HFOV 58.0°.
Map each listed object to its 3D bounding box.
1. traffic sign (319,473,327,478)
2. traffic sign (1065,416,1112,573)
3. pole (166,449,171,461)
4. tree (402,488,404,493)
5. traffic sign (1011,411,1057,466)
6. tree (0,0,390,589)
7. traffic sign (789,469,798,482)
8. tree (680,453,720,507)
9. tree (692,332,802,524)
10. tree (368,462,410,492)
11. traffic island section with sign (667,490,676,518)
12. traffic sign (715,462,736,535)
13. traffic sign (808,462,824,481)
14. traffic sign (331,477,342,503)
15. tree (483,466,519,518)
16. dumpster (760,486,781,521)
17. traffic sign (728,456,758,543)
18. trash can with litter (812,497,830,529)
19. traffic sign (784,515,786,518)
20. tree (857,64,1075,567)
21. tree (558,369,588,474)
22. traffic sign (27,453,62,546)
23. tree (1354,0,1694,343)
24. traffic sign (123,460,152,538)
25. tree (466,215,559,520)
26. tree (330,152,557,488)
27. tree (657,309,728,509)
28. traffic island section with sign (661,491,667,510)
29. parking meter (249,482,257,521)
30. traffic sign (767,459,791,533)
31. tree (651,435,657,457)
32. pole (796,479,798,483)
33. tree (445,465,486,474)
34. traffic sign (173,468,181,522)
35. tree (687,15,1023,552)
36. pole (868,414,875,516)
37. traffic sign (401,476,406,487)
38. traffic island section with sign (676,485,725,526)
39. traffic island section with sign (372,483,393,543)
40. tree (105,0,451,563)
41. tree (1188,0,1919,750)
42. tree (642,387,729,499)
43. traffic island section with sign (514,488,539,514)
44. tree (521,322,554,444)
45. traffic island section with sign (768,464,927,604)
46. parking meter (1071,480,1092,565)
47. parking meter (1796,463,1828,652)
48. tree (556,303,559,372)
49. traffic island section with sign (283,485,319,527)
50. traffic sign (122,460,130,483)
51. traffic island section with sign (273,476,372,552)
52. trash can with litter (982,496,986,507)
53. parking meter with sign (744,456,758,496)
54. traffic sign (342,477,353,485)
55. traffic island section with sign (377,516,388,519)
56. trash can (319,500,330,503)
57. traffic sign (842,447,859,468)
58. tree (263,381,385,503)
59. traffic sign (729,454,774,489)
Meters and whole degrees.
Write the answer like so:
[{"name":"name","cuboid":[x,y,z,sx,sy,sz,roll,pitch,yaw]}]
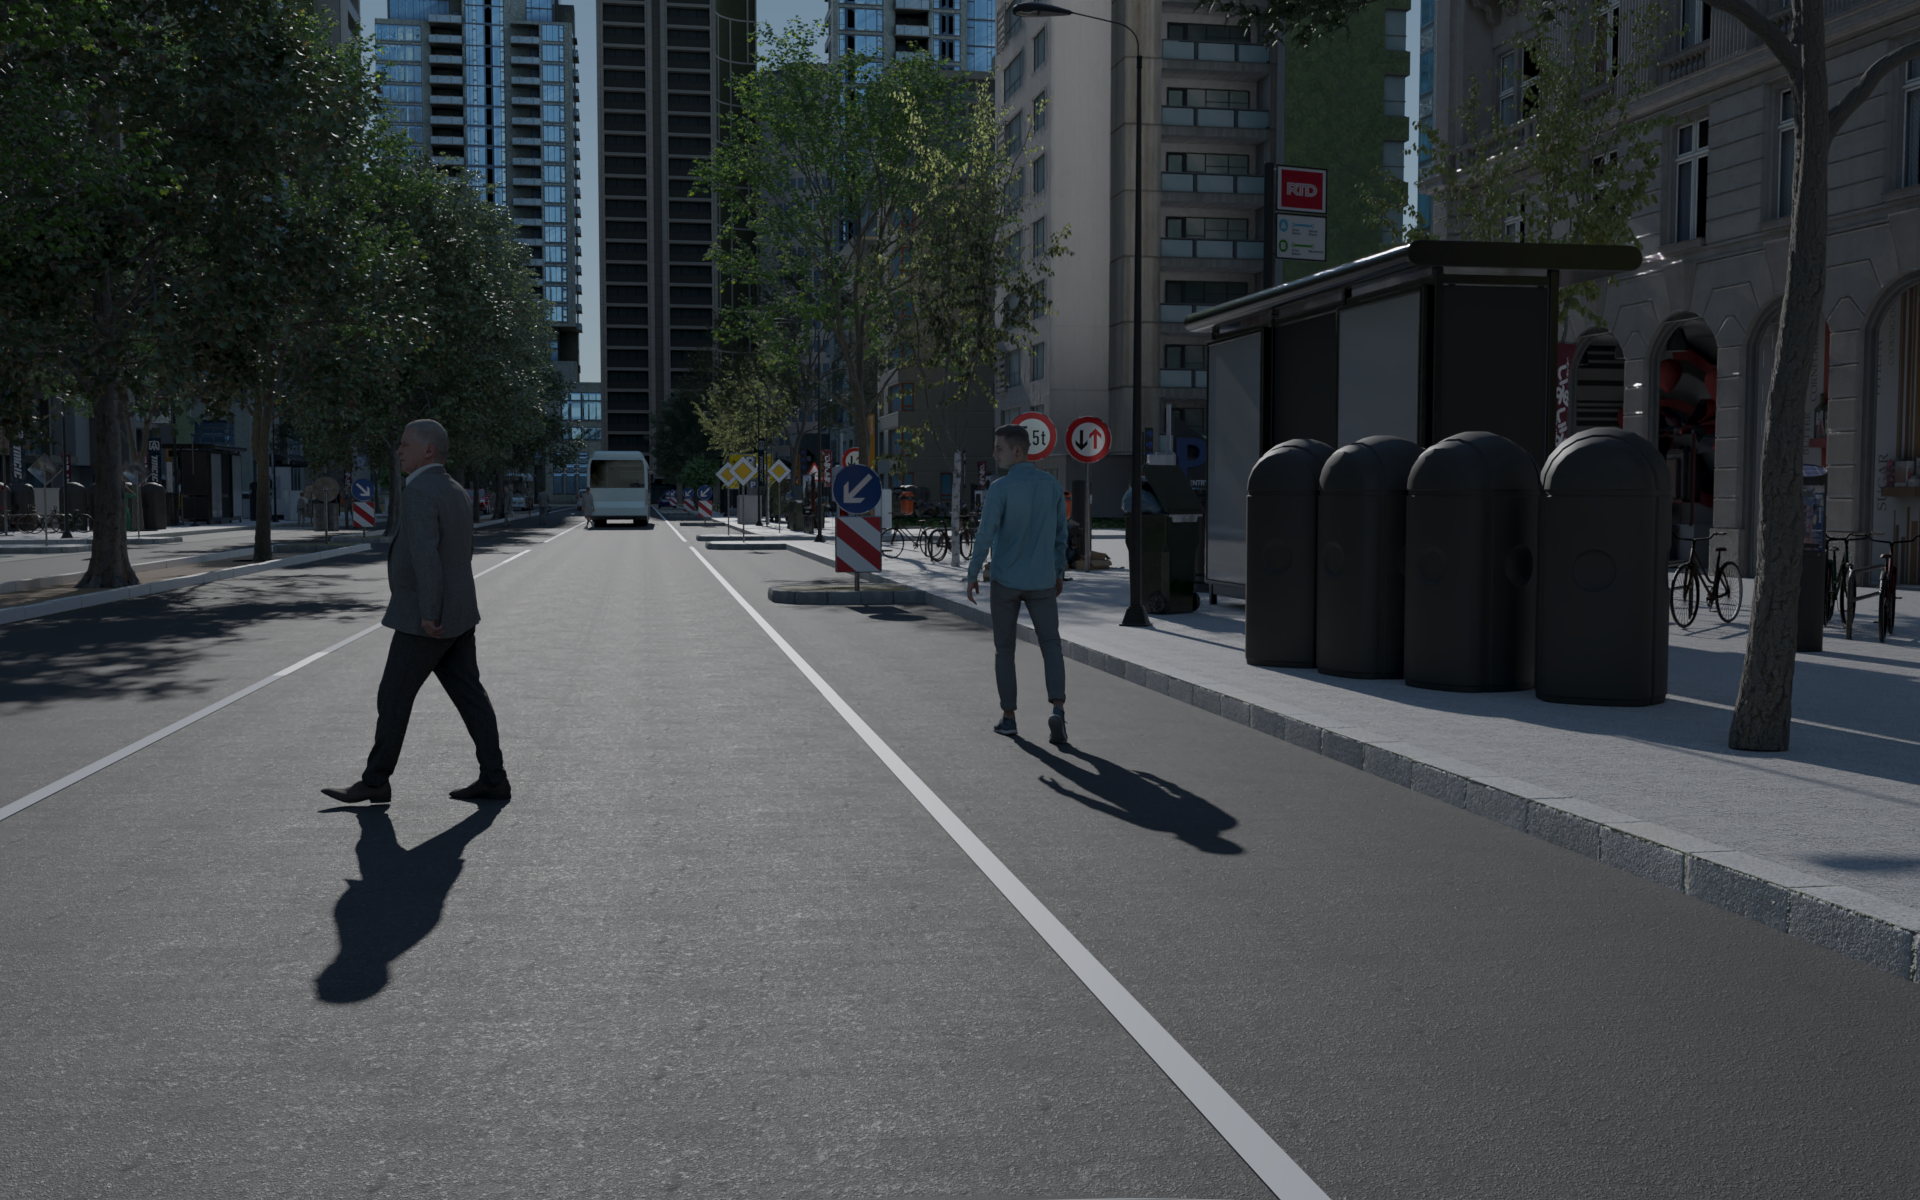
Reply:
[{"name":"traffic sign","cuboid":[-37.931,-6.312,103.314,0.768,2.556,0.104,0,4,-2]},{"name":"traffic sign","cuboid":[2.084,-1.723,28.272,0.768,2.556,0.104,0,4,-5]},{"name":"pole","cuboid":[-34.657,-5.019,75.901,0.158,3.312,0.155,0,3,0]},{"name":"tree","cuboid":[-42.616,-8.491,133.427,1.663,3.219,1.824,0,3,0]},{"name":"traffic sign","cuboid":[1.113,-1.633,26.803,0.768,2.556,0.104,0,4,-1]},{"name":"tree","cuboid":[-13.051,-6.535,26.320,9.611,12.733,9.660,0,3,0]},{"name":"traffic sign","cuboid":[-8.570,-5.350,87.580,0.768,2.556,0.104,-1,4,-10]},{"name":"tree","cuboid":[-20.622,-9.487,138.833,4.285,4.588,4.351,0,3,0]},{"name":"tree","cuboid":[-8.284,-7.500,72.985,4.360,8.622,3.978,0,3,0]},{"name":"tree","cuboid":[-40.704,-8.609,124.474,4.285,4.588,4.351,0,3,0]},{"name":"traffic island section with sign","cuboid":[-16.490,-5.857,104.391,1.989,1.847,2.006,-1,4,-10]},{"name":"traffic sign","cuboid":[-7.171,-3.056,53.606,0.795,2.450,0.064,-1,4,-10]},{"name":"traffic sign","cuboid":[-5.934,-4.317,70.589,0.884,2.594,0.081,-1,4,-9]},{"name":"traffic sign","cuboid":[-36.420,-6.059,101.188,0.606,2.300,0.079,0,4,-8]},{"name":"tree","cuboid":[-28.181,-9.496,108.086,4.360,8.622,3.978,0,3,0]},{"name":"dumpster","cuboid":[-9.035,-4.654,81.845,1.264,1.857,1.865,-1,4,-10]},{"name":"traffic sign","cuboid":[-5.724,-2.576,45.752,0.795,2.450,0.064,-1,4,-10]},{"name":"trash can with litter","cuboid":[-5.296,-3.177,63.330,0.624,1.170,1.055,3,4,37]},{"name":"traffic sign","cuboid":[-9.564,-5.653,94.562,0.606,2.300,0.079,-1,4,-9]},{"name":"tree","cuboid":[-0.049,-4.907,30.597,4.360,8.622,3.978,0,3,0]},{"name":"tree","cuboid":[-25.383,-10.739,95.050,9.611,12.733,9.660,0,3,0]},{"name":"traffic sign","cuboid":[-22.540,-2.388,42.687,0.795,2.450,0.064,-1,4,-10]},{"name":"tree","cuboid":[7.924,-4.497,23.893,4.737,8.622,4.395,0,3,0]},{"name":"traffic sign","cuboid":[-23.987,-2.868,50.540,0.795,2.450,0.064,-1,4,-10]},{"name":"tree","cuboid":[-18.232,-8.327,55.617,9.611,12.733,9.660,0,3,0]},{"name":"tree","cuboid":[-20.229,-9.554,65.314,9.857,13.997,8.962,0,3,0]},{"name":"tree","cuboid":[-6.135,-7.846,62.690,8.767,10.594,7.601,-1,4,-14]},{"name":"traffic island section with sign","cuboid":[-25.692,-8.914,154.375,1.989,1.847,2.006,-1,4,-10]},{"name":"parking meter","cuboid":[-33.736,-4.711,82.731,0.399,1.863,0.255,3,5,45]},{"name":"traffic sign","cuboid":[-5.943,-3.410,56.939,0.795,2.450,0.064,0,4,-6]},{"name":"tree","cuboid":[-16.174,-11.292,119.043,8.767,10.594,7.601,1,4,9]},{"name":"pole","cuboid":[-8.217,-5.750,87.859,0.158,3.312,0.155,0,3,0]},{"name":"tree","cuboid":[-47.714,-14.125,165.351,8.767,10.594,7.601,0,4,-1]},{"name":"traffic sign","cuboid":[-34.577,-4.614,76.627,0.795,2.450,0.064,0,4,-1]},{"name":"tree","cuboid":[-2.223,-6.884,38.312,9.928,11.665,9.643,0,3,0]},{"name":"pole","cuboid":[-2.266,-3.084,44.266,0.158,3.312,0.155,0,3,0]},{"name":"traffic sign","cuboid":[-39.462,-7.468,122.203,0.768,2.556,0.104,-1,4,-8]},{"name":"traffic island section with sign","cuboid":[-11.601,-4.236,77.882,1.989,1.847,2.006,-1,4,-10]},{"name":"traffic island section with sign","cuboid":[-17.604,-2.648,51.424,2.006,1.907,1.989,-1,4,-10]},{"name":"tree","cuboid":[-14.577,-6.598,36.089,9.928,11.665,9.643,0,3,0]},{"name":"tree","cuboid":[4.339,-4.517,8.264,7.601,10.594,8.767,1,4,21]},{"name":"tree","cuboid":[-31.258,-17.895,199.243,9.857,13.997,8.962,0,3,0]},{"name":"traffic island section with sign","cuboid":[-31.224,-7.167,125.323,2.006,1.907,1.989,-1,4,-10]},{"name":"tree","cuboid":[-23.855,-9.611,85.347,9.928,11.665,9.643,0,3,0]},{"name":"traffic island section with sign","cuboid":[-1.589,-0.911,23.517,1.989,1.847,2.006,-1,4,-10]},{"name":"parking meter","cuboid":[2.217,-1.415,31.551,0.372,1.533,0.369,0,3,0]},{"name":"parking meter","cuboid":[6.872,-0.352,14.168,0.372,1.533,0.369,0,3,0]},{"name":"tree","cuboid":[-21.886,-10.153,75.115,9.857,13.997,8.962,0,3,0]},{"name":"traffic island section with sign","cuboid":[-28.256,-4.081,75.348,1.989,1.847,2.006,-1,4,-10]},{"name":"traffic sign","cuboid":[-31.873,-4.053,66.266,0.884,2.594,0.081,-1,4,-10]},{"name":"traffic island section with sign","cuboid":[-16.271,-2.202,44.138,2.006,1.907,1.989,-1,4,-10]},{"name":"trash can with litter","cuboid":[1.594,-4.370,82.832,1.055,1.170,0.624,2,4,30]},{"name":"parking meter with sign","cuboid":[-9.478,-5.055,78.912,0.543,3.016,1.738,-1,4,-12]},{"name":"traffic sign","cuboid":[-42.002,-7.254,118.710,0.768,2.556,0.104,0,4,-2]},{"name":"traffic island section with sign","cuboid":[-33.123,-5.702,101.861,1.989,1.847,2.006,-1,4,-10]},{"name":"trash can","cuboid":[-36.071,-5.296,98.249,0.748,1.137,0.748,0,3,0]},{"name":"traffic sign","cuboid":[-2.833,-2.876,47.133,0.768,2.556,0.104,0,4,-3]},{"name":"tree","cuboid":[-34.675,-9.835,95.217,7.601,10.594,8.767,0,4,-1]},{"name":"traffic sign","cuboid":[-10.527,-5.724,87.453,2.265,3.308,0.079,0,4,-5]}]
